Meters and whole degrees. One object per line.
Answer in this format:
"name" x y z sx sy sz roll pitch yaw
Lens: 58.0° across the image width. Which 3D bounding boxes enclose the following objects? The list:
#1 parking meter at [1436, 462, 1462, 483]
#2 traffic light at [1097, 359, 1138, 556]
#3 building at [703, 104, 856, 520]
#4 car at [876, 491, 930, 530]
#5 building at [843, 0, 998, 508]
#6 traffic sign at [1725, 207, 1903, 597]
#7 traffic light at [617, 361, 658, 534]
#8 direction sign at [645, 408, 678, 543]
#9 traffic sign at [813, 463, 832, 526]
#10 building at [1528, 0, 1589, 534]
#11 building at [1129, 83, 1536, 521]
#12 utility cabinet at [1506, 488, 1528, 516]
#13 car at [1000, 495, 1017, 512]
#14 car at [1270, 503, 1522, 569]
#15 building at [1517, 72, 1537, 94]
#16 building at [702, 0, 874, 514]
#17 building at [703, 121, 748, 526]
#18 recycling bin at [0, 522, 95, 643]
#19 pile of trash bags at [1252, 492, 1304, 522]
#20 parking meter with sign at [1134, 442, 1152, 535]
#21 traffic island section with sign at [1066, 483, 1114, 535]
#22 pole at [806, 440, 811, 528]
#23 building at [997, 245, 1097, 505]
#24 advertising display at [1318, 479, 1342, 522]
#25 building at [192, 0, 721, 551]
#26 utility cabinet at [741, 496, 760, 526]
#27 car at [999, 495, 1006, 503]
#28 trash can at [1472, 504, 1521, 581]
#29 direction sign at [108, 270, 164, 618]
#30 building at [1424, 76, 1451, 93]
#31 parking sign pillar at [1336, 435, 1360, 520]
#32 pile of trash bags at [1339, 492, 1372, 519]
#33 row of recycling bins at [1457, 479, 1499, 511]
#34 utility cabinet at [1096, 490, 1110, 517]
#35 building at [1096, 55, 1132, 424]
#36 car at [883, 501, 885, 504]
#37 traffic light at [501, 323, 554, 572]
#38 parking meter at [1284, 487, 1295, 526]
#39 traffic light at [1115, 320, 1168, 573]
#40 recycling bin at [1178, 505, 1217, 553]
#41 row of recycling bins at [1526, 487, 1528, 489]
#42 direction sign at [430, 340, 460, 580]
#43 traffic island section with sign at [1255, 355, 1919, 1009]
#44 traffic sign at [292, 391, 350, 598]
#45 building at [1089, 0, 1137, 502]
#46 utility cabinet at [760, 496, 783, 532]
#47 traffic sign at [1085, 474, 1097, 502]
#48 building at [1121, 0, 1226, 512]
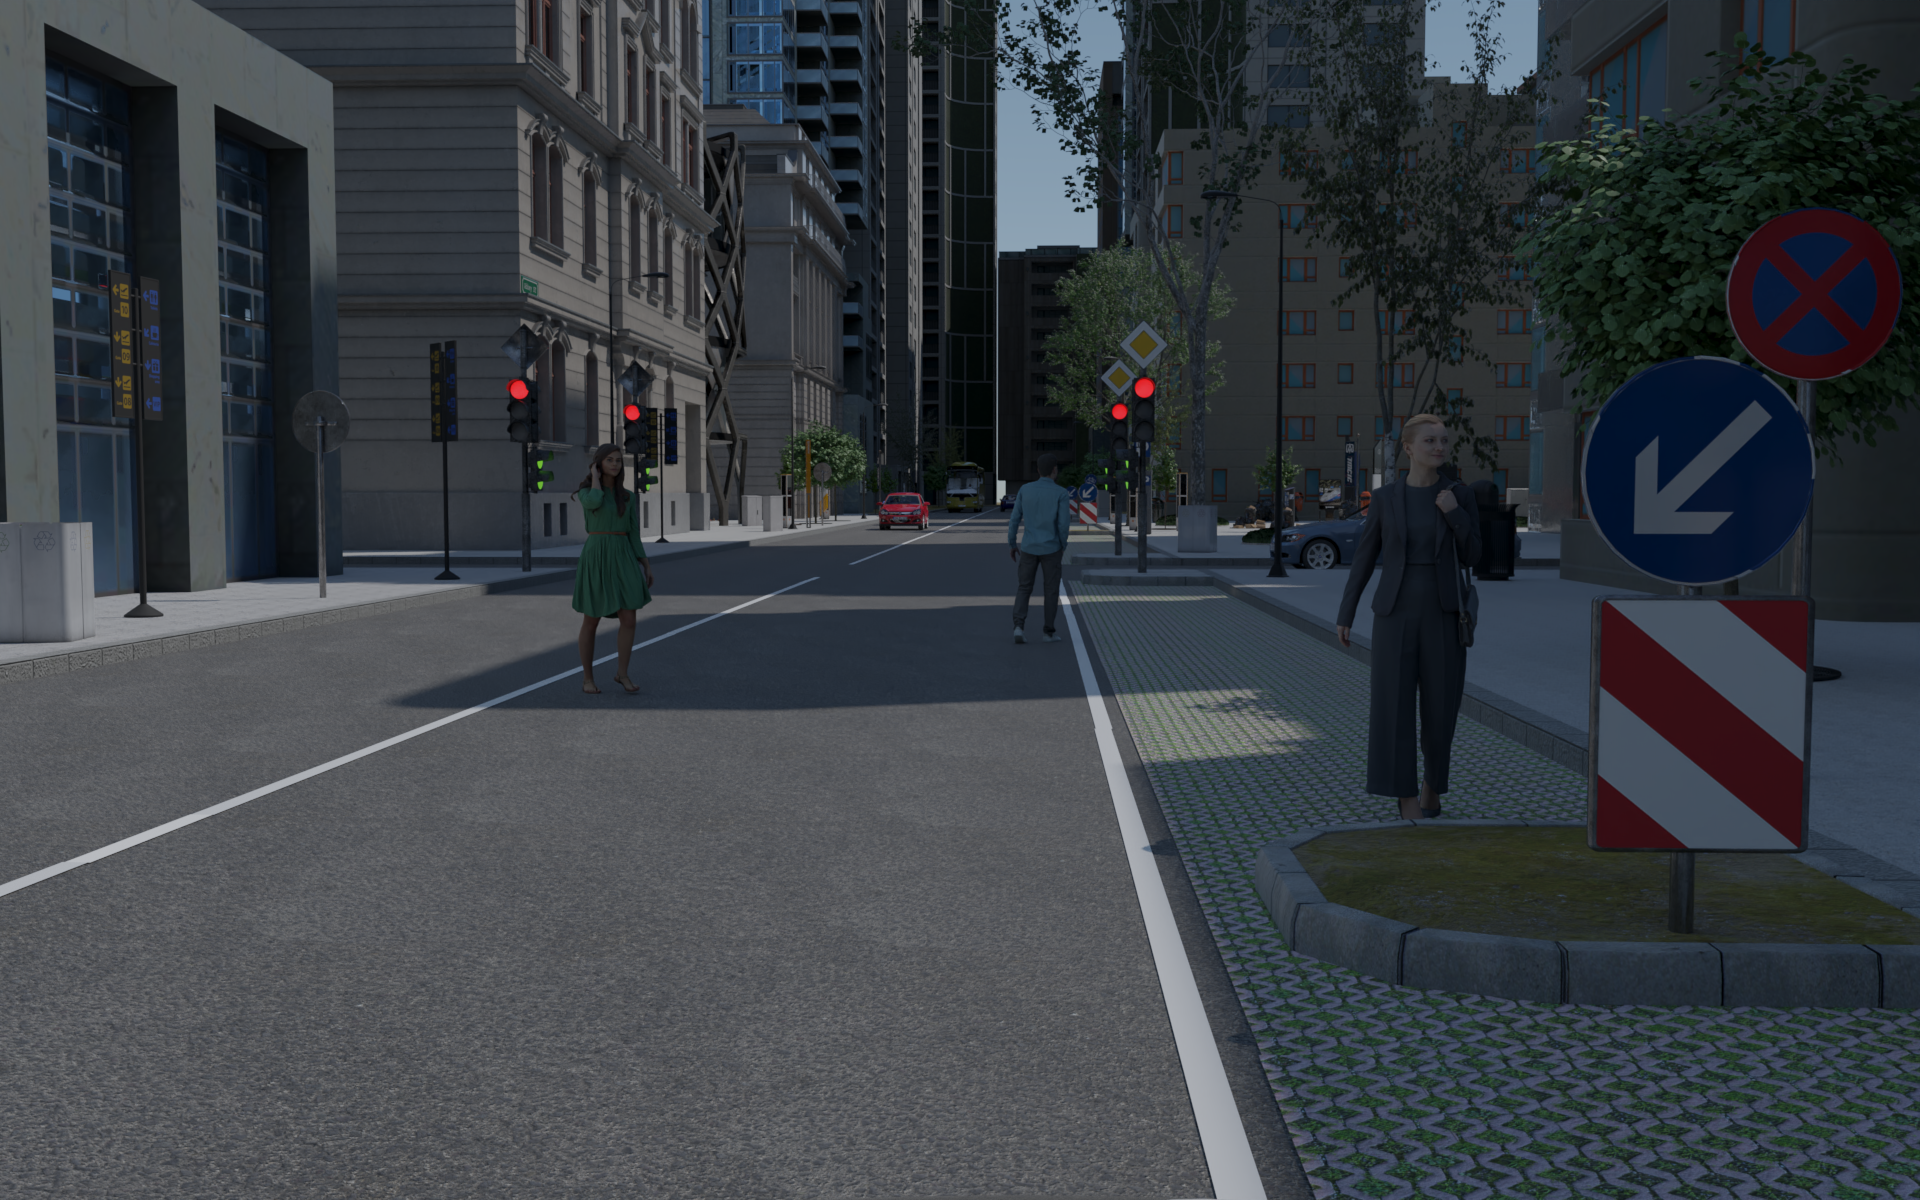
"parking meter" 8.097 -1.419 28.919 0.399 1.863 0.255 2 4 32
"traffic light" 3.289 -2.886 36.104 0.839 4.253 0.868 0 4 2
"building" -13.596 -15.562 96.247 13.314 21.916 24.055 0 4 2
"car" -2.264 -3.734 70.084 2.155 1.783 4.494 0 4 2
"building" -5.994 -46.951 205.900 20.611 71.187 20.563 0 4 2
"traffic sign" 3.800 -0.471 7.800 0.768 2.556 0.104 0 4 3
"traffic light" -6.814 -2.911 36.514 0.839 4.253 0.868 0 4 2
"direction sign" -7.850 -3.275 45.551 0.876 3.537 0.379 -2 4 -26
"traffic sign" -5.586 -4.292 70.275 0.768 2.556 0.104 1 4 10
"building" 31.638 -26.145 47.078 30.456 49.044 23.786 0 4 2
"building" 24.077 -15.360 96.174 27.650 21.520 28.899 0 4 2
"utility cabinet" 22.172 -3.651 68.372 1.173 1.500 0.318 -1 4 -16
"car" 4.179 -7.786 139.888 1.945 1.354 3.894 0 4 4
"car" 7.993 -1.221 31.968 4.499 1.417 2.014 0 4 1
"building" 70.348 -31.566 170.722 28.867 44.769 22.147 0 4 2
"building" -17.077 -49.735 125.845 22.319 86.520 31.000 0 4 2
"building" -17.405 -12.419 70.500 16.820 18.784 16.811 0 4 2
"recycling bin" -8.103 -0.163 15.223 0.722 1.027 0.722 -1 4 -9
"pile of trash bags" 15.012 -4.353 80.928 1.912 1.369 3.447 3 5 42
"parking meter with sign" 5.892 -3.622 55.487 0.543 3.016 1.738 0 4 1
"traffic island section with sign" 4.369 -3.191 60.793 1.989 1.847 2.006 0 4 2
"pole" -5.706 -4.361 65.148 0.158 3.312 0.155 0 3 0
"building" 11.380 -26.439 203.985 14.107 30.474 14.160 0 4 2
"advertising display" 16.121 -4.297 75.465 0.974 1.923 0.123 1 4 18
"building" -15.543 -16.045 49.729 14.401 28.519 23.554 0 4 2
"utility cabinet" -8.311 -3.553 69.249 0.306 1.237 1.020 2 4 28
"car" 4.743 -9.244 163.498 2.083 1.381 4.827 0 4 1
"trash can" 7.935 -0.862 25.754 0.748 1.137 0.748 0 3 0
"direction sign" -8.530 -1.590 17.994 0.379 3.537 0.876 0 4 6
"building" 43.355 -29.072 167.208 23.993 40.220 32.217 0 4 2
"parking sign pillar" 18.045 -5.579 79.682 1.447 3.967 1.447 2 4 25
"pile of trash bags" 15.558 -3.480 66.658 1.912 1.369 3.447 1 4 14
"row of recycling bins" 13.543 -2.547 48.763 3.534 1.692 1.069 -1 4 -20
"utility cabinet" 8.090 -5.322 95.696 1.173 1.500 0.318 -2 4 -26
"building" 21.128 -32.190 176.413 14.600 45.320 14.200 0 4 2
"car" -2.582 -4.329 80.367 1.945 1.707 3.694 0 4 2
"traffic light" -7.151 -2.423 28.536 0.839 4.253 0.868 0 4 2
"parking meter" 11.702 -3.249 61.527 0.372 1.533 0.369 0 3 0
"traffic light" 2.952 -2.398 28.126 0.839 4.253 0.868 0 4 2
"recycling bin" 5.238 -1.568 38.190 0.722 1.027 0.722 2 4 23
"row of recycling bins" 27.838 -4.456 79.966 3.534 1.692 1.069 0 4 4
"direction sign" -7.695 -2.073 25.886 0.379 3.537 0.876 -3 5 -40
"traffic island section with sign" 2.044 0.176 5.757 1.989 1.847 2.006 0 4 2
"traffic sign" -7.877 -1.299 21.342 0.768 2.556 0.104 1 4 9
"building" 23.187 -51.365 152.490 22.319 86.520 31.000 0 4 2
"utility cabinet" -6.419 -2.950 59.387 0.306 1.237 1.020 1 4 19
"traffic sign" 8.345 -6.743 110.359 0.768 2.556 0.104 1 4 9
"building" 21.619 -42.140 127.244 20.563 71.187 20.611 0 4 2
